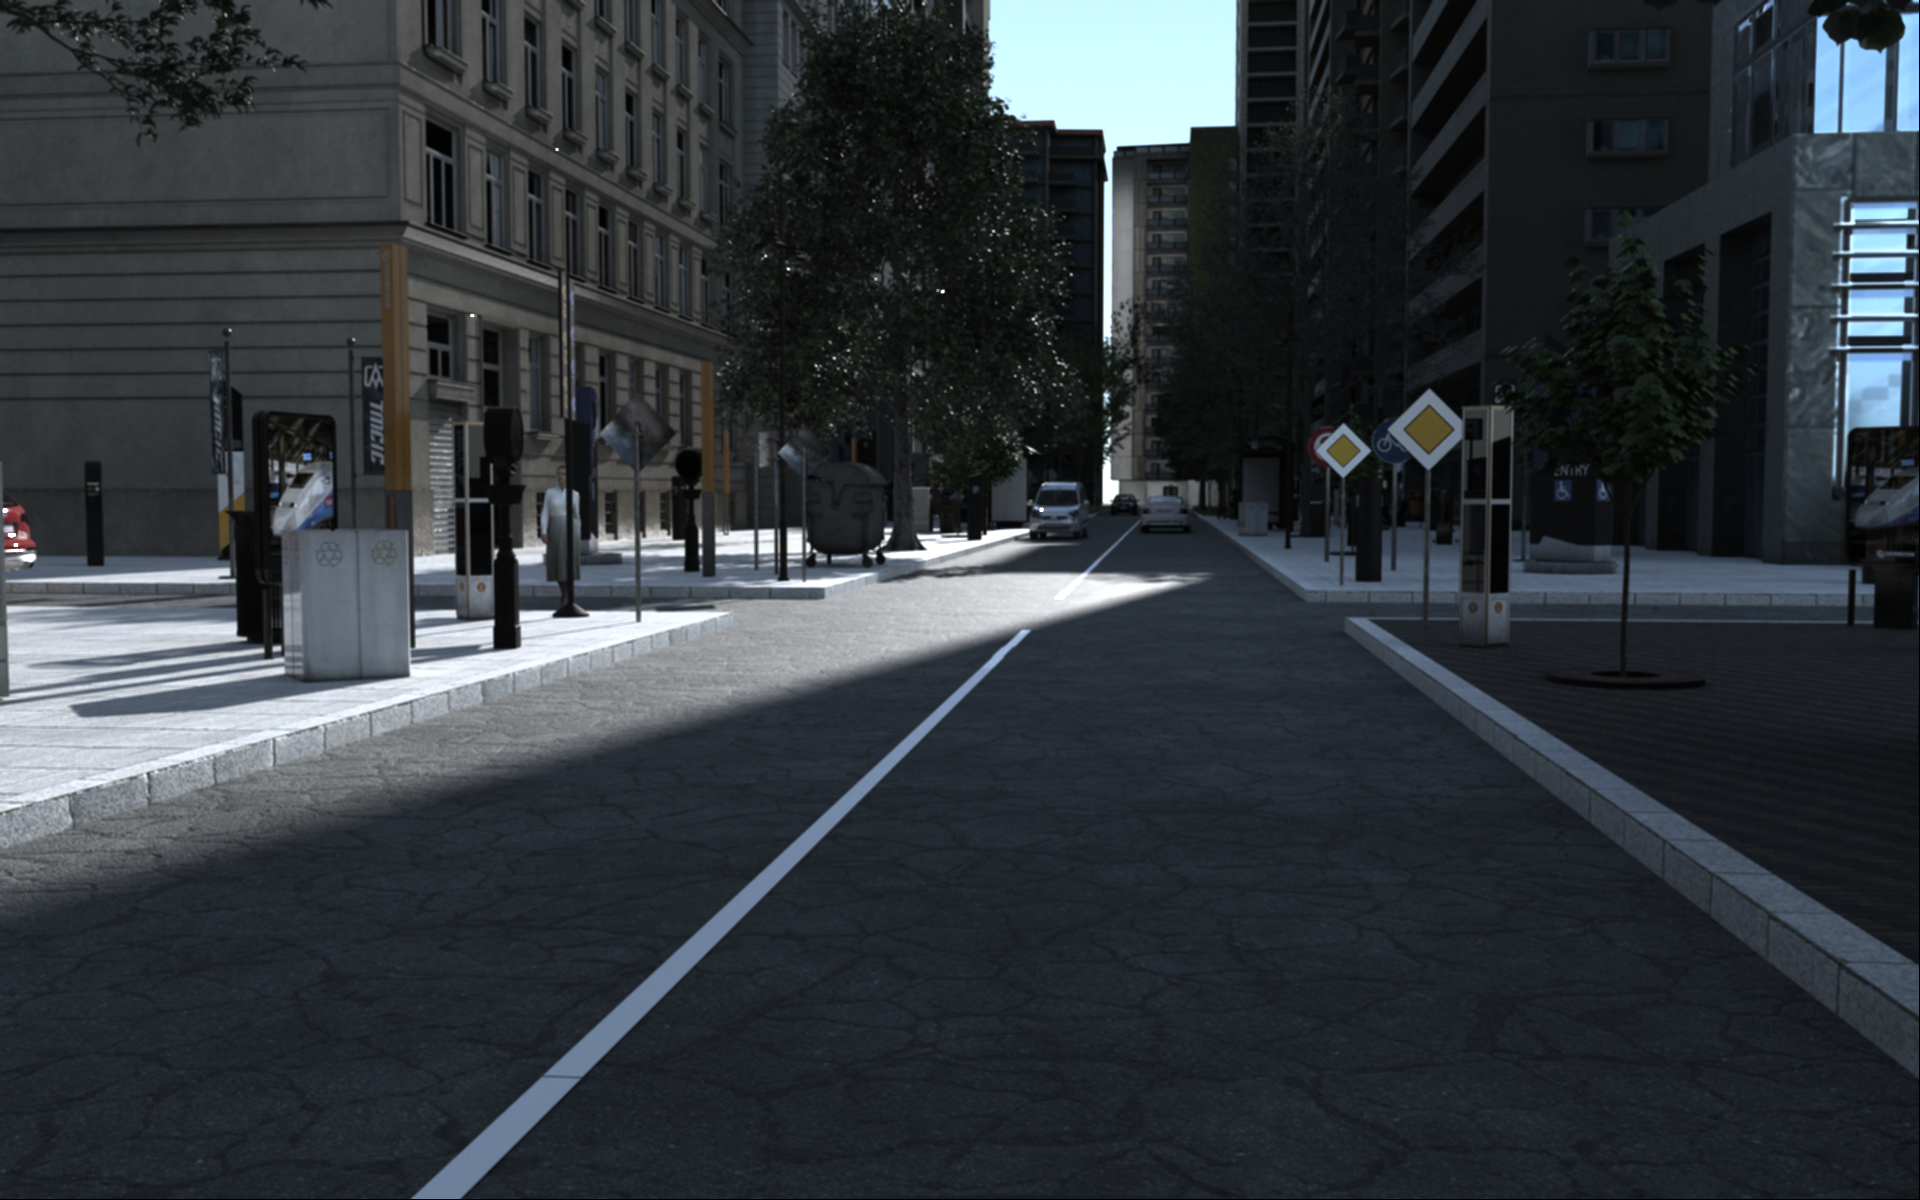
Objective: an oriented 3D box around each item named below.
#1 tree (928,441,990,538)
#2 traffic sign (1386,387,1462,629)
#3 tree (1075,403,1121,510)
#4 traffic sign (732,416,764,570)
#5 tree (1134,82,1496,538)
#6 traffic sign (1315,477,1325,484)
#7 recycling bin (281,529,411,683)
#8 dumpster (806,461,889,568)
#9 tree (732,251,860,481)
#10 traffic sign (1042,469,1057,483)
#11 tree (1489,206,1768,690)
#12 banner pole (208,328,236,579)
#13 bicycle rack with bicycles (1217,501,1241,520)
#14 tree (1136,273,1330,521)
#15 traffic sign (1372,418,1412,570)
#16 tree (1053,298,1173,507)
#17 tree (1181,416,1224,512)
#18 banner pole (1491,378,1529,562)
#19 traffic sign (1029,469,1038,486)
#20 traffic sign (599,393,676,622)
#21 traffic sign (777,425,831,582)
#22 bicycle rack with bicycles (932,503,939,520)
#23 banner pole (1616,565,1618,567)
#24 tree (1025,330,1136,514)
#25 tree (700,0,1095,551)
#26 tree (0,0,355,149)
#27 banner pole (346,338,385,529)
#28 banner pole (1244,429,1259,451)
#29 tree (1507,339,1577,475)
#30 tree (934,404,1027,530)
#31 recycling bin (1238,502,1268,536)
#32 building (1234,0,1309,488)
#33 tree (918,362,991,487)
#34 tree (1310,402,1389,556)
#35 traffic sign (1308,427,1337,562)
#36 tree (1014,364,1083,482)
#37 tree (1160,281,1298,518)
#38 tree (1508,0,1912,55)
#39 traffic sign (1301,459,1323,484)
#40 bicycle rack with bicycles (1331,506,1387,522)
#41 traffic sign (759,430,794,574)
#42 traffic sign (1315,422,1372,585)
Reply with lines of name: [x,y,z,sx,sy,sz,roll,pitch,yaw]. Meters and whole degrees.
tree: [-0.186,-3.478,51.462,1.663,3.219,1.824,0,3,0]
traffic sign: [4.416,-0.779,16.378,0.795,2.450,0.064,0,4,7]
tree: [10.767,-11.459,137.717,4.737,8.622,4.395,0,3,0]
traffic sign: [-3.419,-1.776,29.040,0.884,2.594,0.081,1,4,15]
tree: [10.453,-8.617,51.261,12.009,13.543,11.850,0,3,0]
traffic sign: [12.773,-3.801,62.146,0.884,2.594,0.081,1,4,12]
recycling bin: [-4.337,0.020,12.228,0.722,1.027,0.722,-2,4,-32]
dumpster: [-2.033,-1.531,30.797,1.264,1.857,1.865,0,4,7]
tree: [-4.393,-6.135,50.674,4.360,8.622,3.978,0,3,0]
traffic sign: [4.609,-5.451,89.225,0.768,2.556,0.104,0,4,8]
tree: [4.429,-1.054,11.838,1.663,3.219,1.824,0,3,0]
banner pole: [-11.236,-2.226,26.413,0.863,3.779,0.401,3,5,43]
bicycle rack with bicycles: [14.100,-4.438,85.936,2.852,0.926,2.925,0,4,-1]
tree: [13.686,-9.555,81.980,9.928,11.665,9.643,0,3,0]
traffic sign: [7.287,-1.769,29.031,0.768,2.556,0.104,1,4,14]
tree: [14.722,-18.952,165.751,12.611,20.169,13.585,0,3,0]
tree: [18.063,-10.740,125.962,4.360,8.622,3.978,0,3,0]
banner pole: [10.525,-2.628,32.990,0.863,3.779,0.401,2,4,25]
traffic sign: [3.541,-5.397,88.248,0.884,2.594,0.081,1,4,10]
traffic sign: [-3.221,-0.836,17.311,0.795,2.450,0.064,0,4,7]
traffic sign: [-2.270,-1.321,25.240,0.795,2.450,0.064,0,4,7]
bicycle rack with bicycles: [-1.839,-4.410,85.490,2.925,0.926,2.852,-1,4,-17]
banner pole: [11.610,-2.469,30.378,0.863,3.779,0.401,3,5,40]
tree: [7.465,-11.319,110.826,9.928,11.665,9.643,0,3,0]
tree: [-1.407,-7.478,39.273,9.611,12.733,9.660,0,3,0]
tree: [-6.047,-4.461,7.345,7.601,10.594,8.767,-1,4,-23]
banner pole: [-9.530,-2.315,27.871,0.863,3.779,0.401,0,4,-4]
banner pole: [11.154,-4.687,66.652,0.863,3.779,0.401,3,5,43]
tree: [12.802,-3.234,36.582,4.285,4.588,4.351,0,3,0]
tree: [0.765,-4.867,63.292,4.285,4.588,4.351,0,3,0]
recycling bin: [9.008,-2.489,53.245,0.722,1.027,0.722,-1,4,-10]
building: [41.790,-46.381,196.574,20.611,71.187,20.563,0,4,7]
tree: [-0.407,-7.960,80.501,4.737,8.622,4.395,0,3,0]
tree: [8.186,-2.569,36.597,1.663,3.219,1.824,0,3,0]
traffic sign: [6.963,-2.000,32.801,0.768,2.556,0.104,0,4,8]
tree: [5.137,-8.909,96.026,4.360,8.622,3.978,0,3,0]
tree: [14.404,-10.636,92.026,7.486,12.596,7.792,0,3,0]
tree: [3.825,-5.863,2.512,9.857,13.997,8.962,0,3,0]
traffic sign: [11.977,-3.594,58.873,0.768,2.556,0.104,1,4,13]
bicycle rack with bicycles: [18.271,-3.977,78.411,2.925,0.926,2.852,1,4,18]
traffic sign: [-2.931,-1.559,27.625,0.606,2.300,0.079,1,4,16]
traffic sign: [5.367,-1.264,24.307,0.795,2.450,0.064,0,4,7]
